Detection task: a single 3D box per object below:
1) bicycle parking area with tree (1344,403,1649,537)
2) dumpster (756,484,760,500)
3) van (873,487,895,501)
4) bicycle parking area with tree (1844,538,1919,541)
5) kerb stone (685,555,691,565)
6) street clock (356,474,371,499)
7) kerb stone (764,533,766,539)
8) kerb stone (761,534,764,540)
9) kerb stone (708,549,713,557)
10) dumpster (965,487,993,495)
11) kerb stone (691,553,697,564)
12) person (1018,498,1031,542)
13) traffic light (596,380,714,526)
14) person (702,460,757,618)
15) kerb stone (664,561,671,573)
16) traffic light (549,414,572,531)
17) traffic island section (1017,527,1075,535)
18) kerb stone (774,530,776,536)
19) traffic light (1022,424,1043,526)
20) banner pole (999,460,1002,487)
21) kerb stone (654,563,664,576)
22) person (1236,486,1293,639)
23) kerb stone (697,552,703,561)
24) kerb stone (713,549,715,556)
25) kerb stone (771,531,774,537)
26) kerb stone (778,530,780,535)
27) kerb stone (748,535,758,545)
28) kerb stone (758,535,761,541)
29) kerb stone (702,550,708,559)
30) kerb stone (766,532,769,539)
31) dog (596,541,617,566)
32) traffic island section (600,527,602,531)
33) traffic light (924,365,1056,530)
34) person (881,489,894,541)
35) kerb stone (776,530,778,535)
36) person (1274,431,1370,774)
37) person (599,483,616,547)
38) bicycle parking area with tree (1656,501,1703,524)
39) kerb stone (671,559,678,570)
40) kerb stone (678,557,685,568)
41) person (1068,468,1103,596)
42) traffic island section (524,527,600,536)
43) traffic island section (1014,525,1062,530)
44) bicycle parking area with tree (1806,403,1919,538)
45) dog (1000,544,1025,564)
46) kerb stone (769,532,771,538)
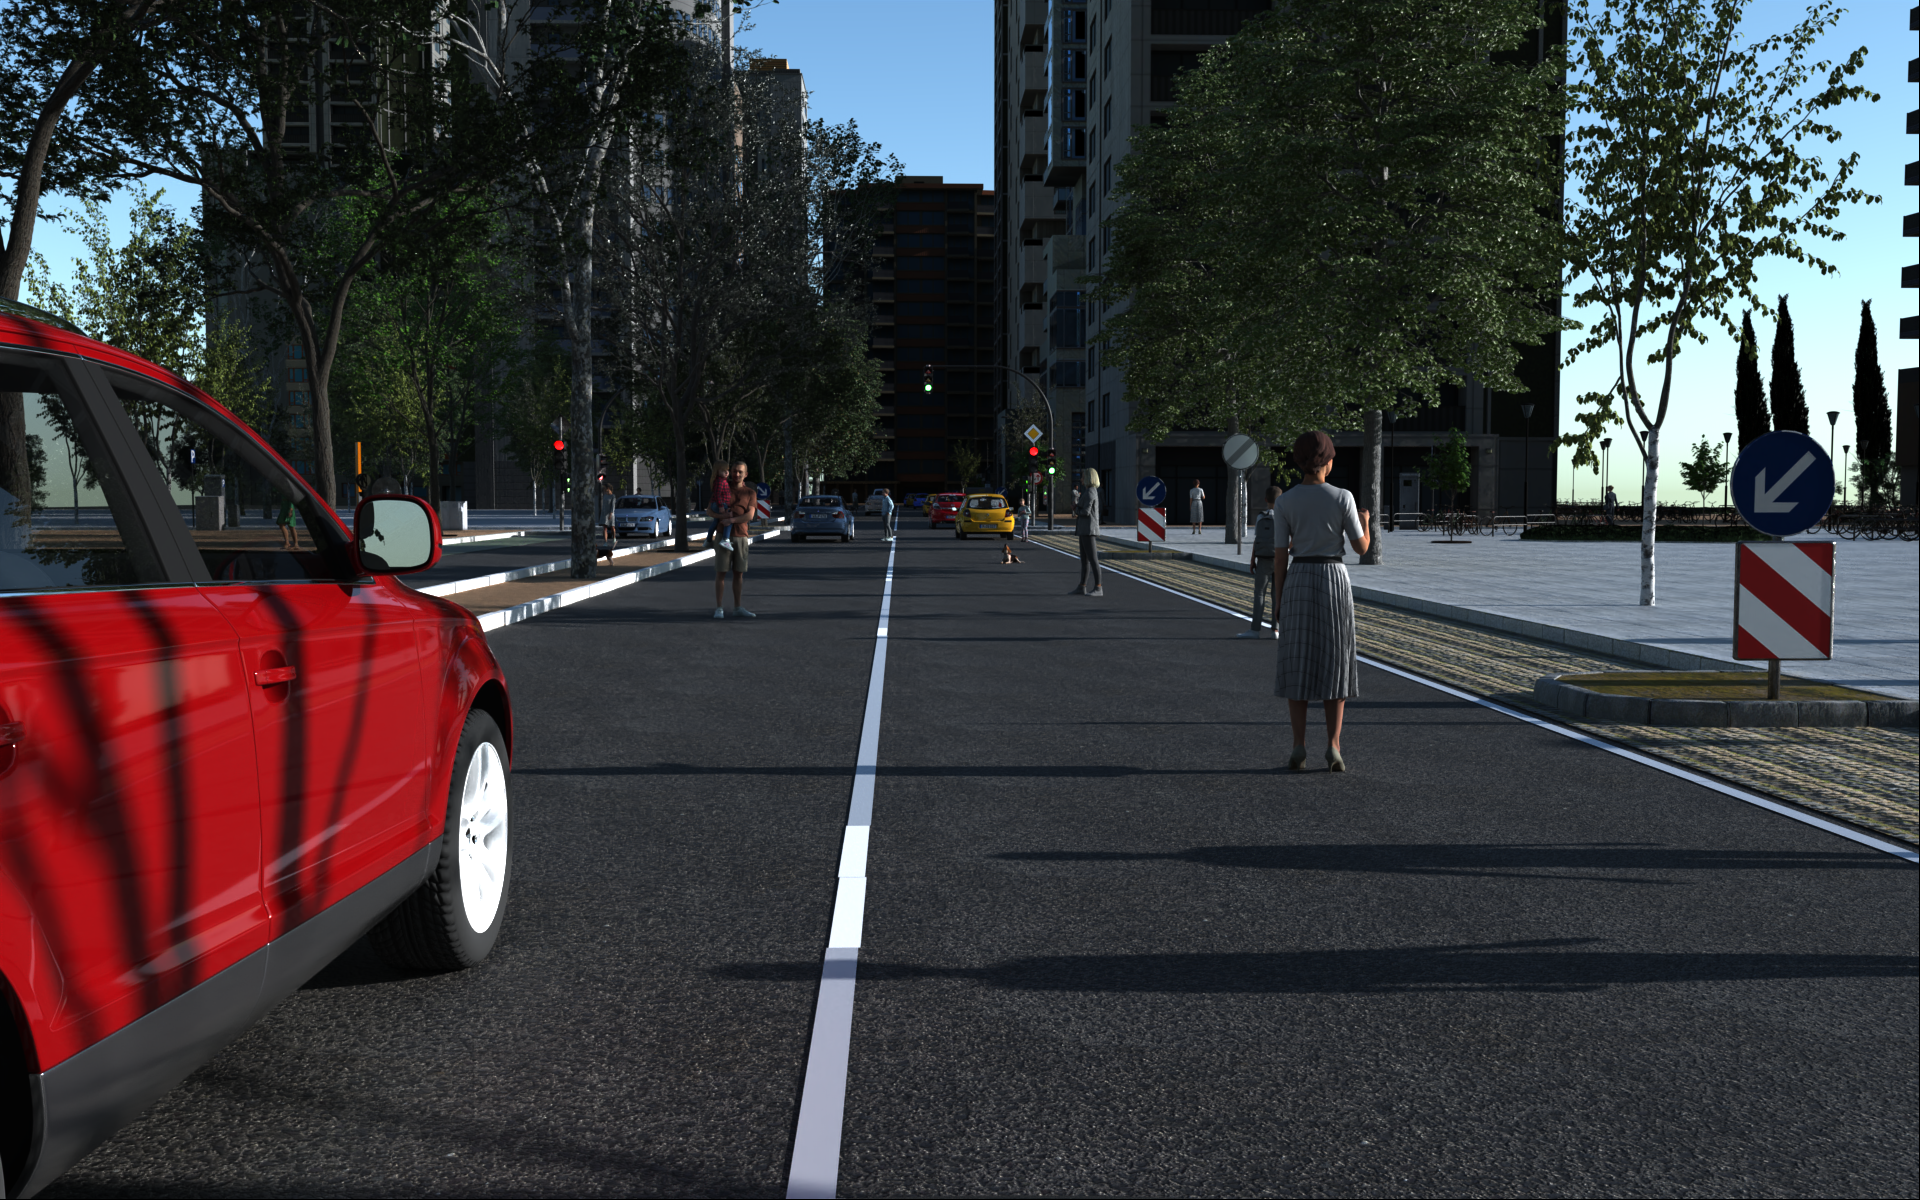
[{"bbox_3d":[16.142,-4.264,56.712,9.016,4.147,8.231,-2,4,-25],"label":"bicycle parking area with tree"},{"bbox_3d":[-16.587,-8.133,137.929,1.985,2.255,1.502,0,4,-3],"label":"dumpster"},{"bbox_3d":[-6.177,-8.019,138.122,2.013,2.044,4.112,0,4,-1],"label":"van"},{"bbox_3d":[29.012,-3.732,48.024,8.231,4.147,9.016,-2,4,-34],"label":"bicycle parking area with tree"},{"bbox_3d":[-5.569,-0.769,34.764,0.120,0.150,1.000,0,4,-2],"label":"kerb stone"},{"bbox_3d":[-21.023,-3.456,61.068,0.358,2.002,0.471,3,5,44],"label":"street clock"},{"bbox_3d":[-6.244,-1.958,54.209,0.120,0.150,1.000,0,4,-2],"label":"kerb stone"},{"bbox_3d":[-6.205,-1.895,53.185,0.120,0.150,1.000,0,4,-2],"label":"kerb stone"},{"bbox_3d":[-5.712,-1.019,38.862,0.120,0.150,1.000,0,4,-2],"label":"kerb stone"},{"bbox_3d":[1.235,-6.310,111.387,1.865,1.857,1.264,0,4,-1],"label":"dumpster"},{"bbox_3d":[-5.602,-0.831,35.785,0.120,0.150,1.000,0,4,-2],"label":"kerb stone"},{"bbox_3d":[1.927,-2.401,52.034,0.425,1.301,0.394,1,4,10],"label":"person"},{"bbox_3d":[-12.153,-5.757,68.799,4.771,5.953,1.251,0,4,-2],"label":"traffic light"},{"bbox_3d":[-2.689,-0.711,20.097,0.573,1.828,0.580,2,4,27],"label":"person"},{"bbox_3d":[-5.460,-0.581,31.697,0.120,0.150,1.000,0,4,-2],"label":"kerb stone"},{"bbox_3d":[-13.964,-4.391,60.712,0.839,4.253,0.868,0,4,-2],"label":"traffic light"},{"bbox_3d":[3.227,-2.395,61.436,2.009,0.180,2.903,0,4,-2],"label":"traffic island section"},{"bbox_3d":[-6.385,-2.209,58.317,0.120,0.150,1.000,0,4,-2],"label":"kerb stone"},{"bbox_3d":[2.910,-4.916,69.301,0.839,4.253,0.868,0,4,-2],"label":"traffic light"},{"bbox_3d":[2.960,-8.345,126.455,0.401,3.779,0.863,1,4,21],"label":"banner pole"},{"bbox_3d":[-5.424,-0.518,30.670,0.120,0.150,1.000,0,4,-2],"label":"kerb stone"},{"bbox_3d":[3.048,-0.369,17.121,0.503,1.515,0.523,-3,4,-39],"label":"person"},{"bbox_3d":[-5.642,-0.893,36.807,0.120,0.150,1.000,0,4,-2],"label":"kerb stone"},{"bbox_3d":[-5.753,-1.082,39.883,0.120,0.150,1.000,0,4,-2],"label":"kerb stone"},{"bbox_3d":[-6.348,-2.145,57.291,0.120,0.150,1.000,0,4,-2],"label":"kerb stone"},{"bbox_3d":[-6.448,-2.332,60.360,0.120,0.150,1.000,0,4,-2],"label":"kerb stone"},{"bbox_3d":[-6.140,-1.770,51.140,0.120,0.150,1.000,0,4,-2],"label":"kerb stone"},{"bbox_3d":[-6.170,-1.833,52.162,0.120,0.150,1.000,0,4,-2],"label":"kerb stone"},{"bbox_3d":[-5.679,-0.956,37.830,0.120,0.150,1.000,0,4,-2],"label":"kerb stone"},{"bbox_3d":[-6.278,-2.021,55.242,0.120,0.150,1.000,0,4,-2],"label":"kerb stone"},{"bbox_3d":[-7.073,-0.915,34.255,0.406,0.507,0.540,1,4,14],"label":"dog"},{"bbox_3d":[-14.281,-2.847,68.825,2.009,0.180,2.903,0,4,-2],"label":"traffic island section"},{"bbox_3d":[1.099,-5.287,61.107,4.771,5.953,1.251,0,4,-2],"label":"traffic light"},{"bbox_3d":[-2.274,-2.636,53.403,0.330,1.601,0.589,-1,4,-22],"label":"person"},{"bbox_3d":[-6.416,-2.272,59.338,0.120,0.150,1.000,0,4,-2],"label":"kerb stone"},{"bbox_3d":[1.877,0.005,8.988,0.480,1.755,0.524,1,4,16],"label":"person"},{"bbox_3d":[-9.636,-2.336,47.448,0.466,1.731,0.760,0,4,0],"label":"person"},{"bbox_3d":[33.478,-5.669,79.693,8.231,4.147,9.016,-1,4,-11],"label":"bicycle parking area with tree"},{"bbox_3d":[-5.494,-0.640,32.719,0.120,0.150,1.000,0,4,-2],"label":"kerb stone"},{"bbox_3d":[-5.526,-0.704,33.740,0.120,0.150,1.000,0,4,-2],"label":"kerb stone"},{"bbox_3d":[1.753,-0.963,24.422,0.526,1.800,0.537,1,4,12],"label":"person"},{"bbox_3d":[-14.004,-2.359,60.845,2.009,0.180,2.903,0,4,-2],"label":"traffic island section"},{"bbox_3d":[2.950,-2.883,69.416,2.009,0.180,2.903,0,4,-2],"label":"traffic island section"},{"bbox_3d":[30.506,-4.314,57.539,9.016,4.147,8.231,1,4,12],"label":"bicycle parking area with tree"},{"bbox_3d":[1.103,-0.959,35.880,0.748,0.427,0.550,-1,4,-23],"label":"dog"},{"bbox_3d":[-6.311,-2.084,56.269,0.120,0.150,1.000,0,4,-2],"label":"kerb stone"}]
